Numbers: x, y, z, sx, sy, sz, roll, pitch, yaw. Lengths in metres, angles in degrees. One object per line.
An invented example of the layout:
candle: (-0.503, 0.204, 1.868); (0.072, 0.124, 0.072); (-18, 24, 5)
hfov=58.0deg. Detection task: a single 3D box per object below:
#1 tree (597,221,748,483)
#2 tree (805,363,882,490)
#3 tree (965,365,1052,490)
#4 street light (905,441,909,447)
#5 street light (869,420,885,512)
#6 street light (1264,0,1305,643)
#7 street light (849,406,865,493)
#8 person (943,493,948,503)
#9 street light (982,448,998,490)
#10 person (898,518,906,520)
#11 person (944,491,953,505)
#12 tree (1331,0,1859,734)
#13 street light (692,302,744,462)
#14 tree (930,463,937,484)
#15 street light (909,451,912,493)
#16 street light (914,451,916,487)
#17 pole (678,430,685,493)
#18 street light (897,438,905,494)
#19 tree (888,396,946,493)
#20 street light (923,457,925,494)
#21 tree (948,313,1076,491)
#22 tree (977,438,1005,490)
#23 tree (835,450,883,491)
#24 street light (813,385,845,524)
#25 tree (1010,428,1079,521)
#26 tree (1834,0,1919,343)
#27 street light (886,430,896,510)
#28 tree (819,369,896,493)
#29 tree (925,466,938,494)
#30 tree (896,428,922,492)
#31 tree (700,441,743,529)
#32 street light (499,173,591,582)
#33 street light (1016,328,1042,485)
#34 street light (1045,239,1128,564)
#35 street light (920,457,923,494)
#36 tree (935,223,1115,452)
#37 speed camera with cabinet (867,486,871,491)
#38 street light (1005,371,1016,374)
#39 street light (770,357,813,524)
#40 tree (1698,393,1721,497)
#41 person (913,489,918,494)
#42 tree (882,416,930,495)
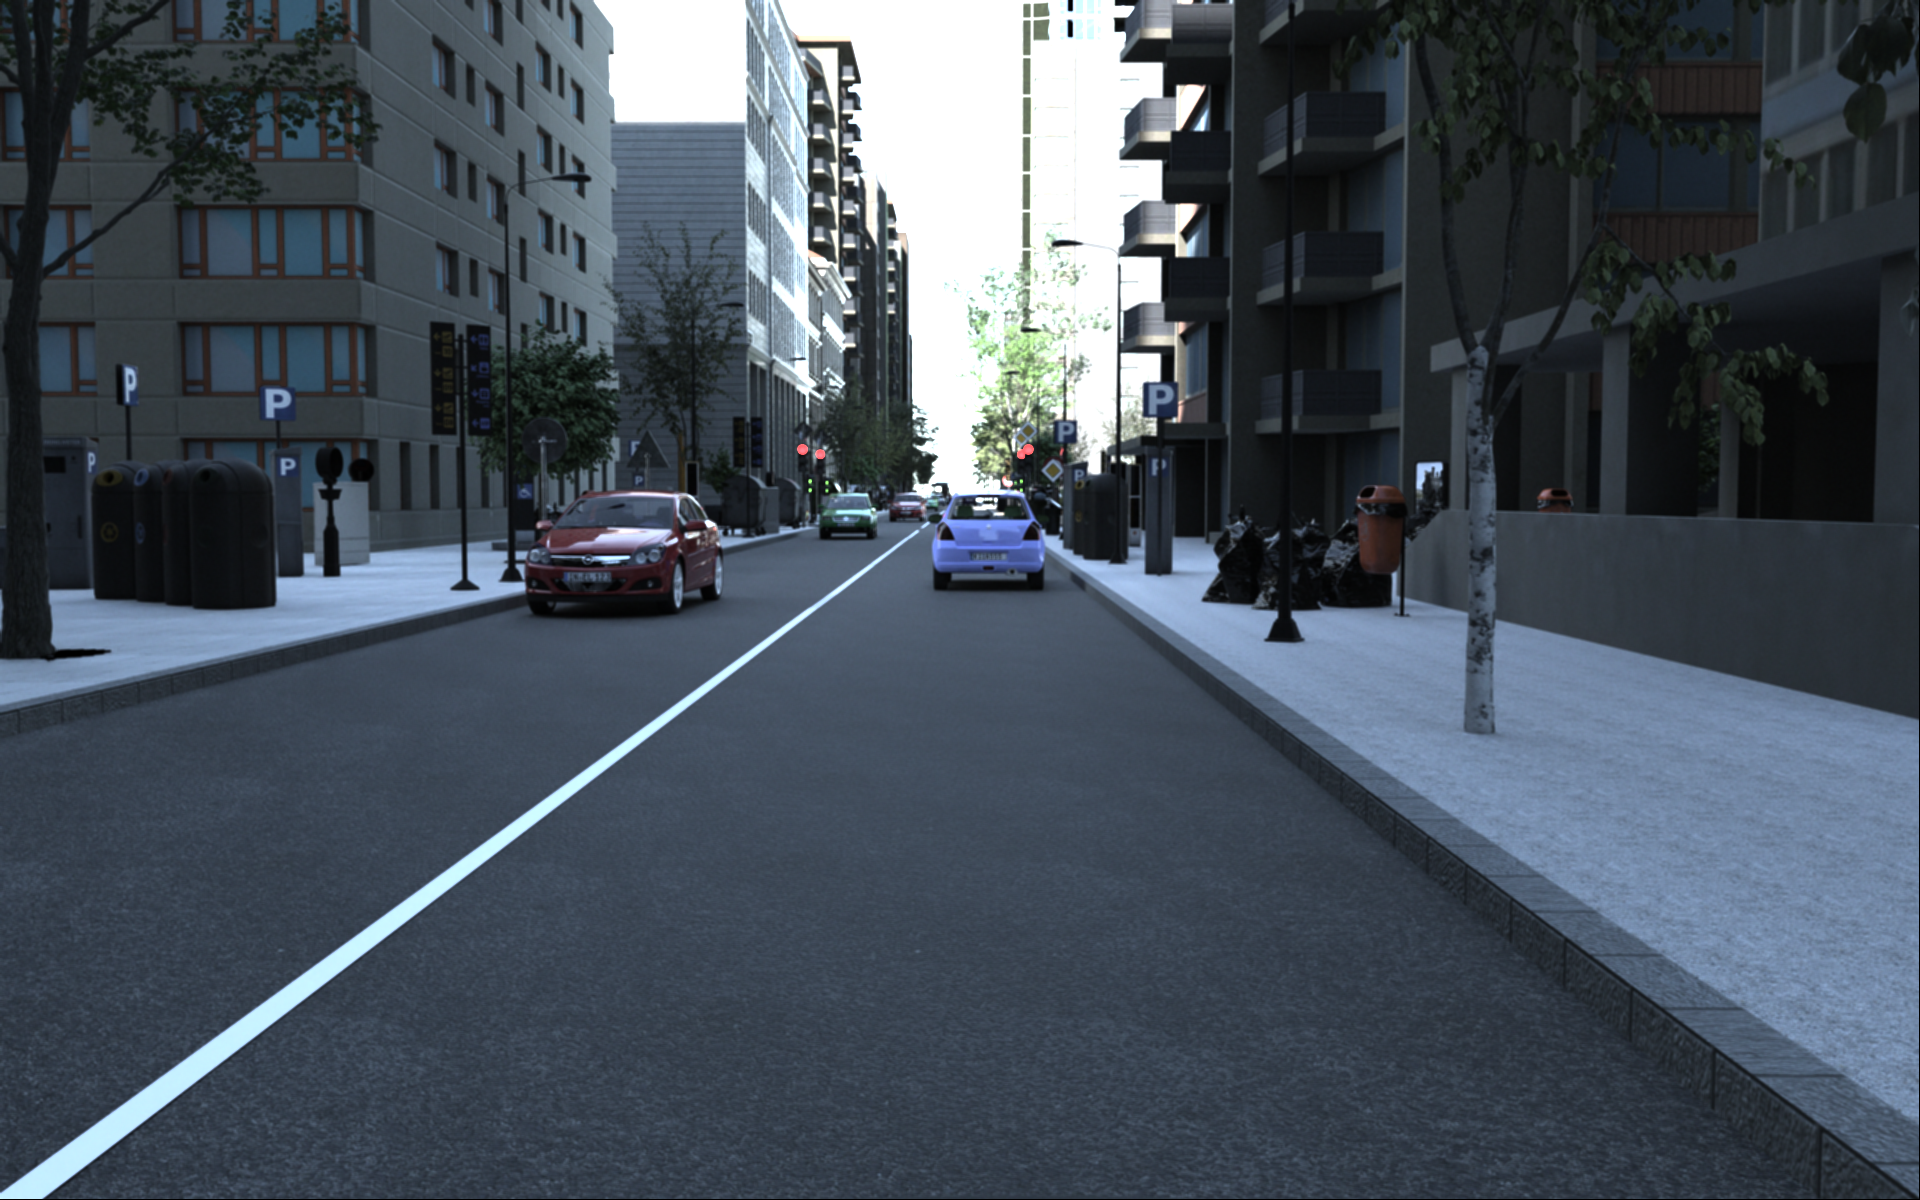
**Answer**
tree: (-7.420, -5.850, 46.006); (4.360, 8.622, 3.978); (0, 3, 0)
tree: (-6.683, -8.964, 96.918); (4.360, 8.622, 3.978); (0, 3, 0)
tree: (4.309, -14.195, 150.221); (7.486, 12.596, 7.792); (0, 3, 0)
street light: (-5.434, -10.938, 151.384); (1.470, 5.913, 1.316); (0, 4, 0)
street light: (-5.648, -8.324, 108.631); (1.470, 5.913, 1.316); (0, 4, 0)
street light: (2.294, -2.595, 14.966); (1.470, 5.913, 1.316); (0, 4, 0)
street light: (-5.767, -7.297, 91.848); (1.470, 5.913, 1.316); (0, 4, 0)
person: (-1.854, -12.970, 222.029); (0.593, 1.643, 0.415); (-3, 5, -44)
street light: (2.886, -12.337, 174.254); (1.470, 5.913, 1.316); (0, 4, 0)
person: (-3.166, -5.022, 94.884); (0.640, 1.303, 0.475); (2, 4, 35)
person: (-1.048, -9.813, 169.619); (1.217, 1.739, 0.721); (-2, 4, -33)
tree: (2.788, -3.576, 8.833); (4.737, 8.622, 4.395); (0, 3, 0)
street light: (-5.913, -4.247, 41.984); (1.470, 5.913, 1.316); (0, 4, 0)
tree: (-5.746, -14.789, 192.166); (4.360, 8.622, 3.978); (0, 3, 0)
street light: (-5.511, -11.965, 168.168); (1.470, 5.913, 1.316); (0, 4, 0)
street light: (-5.372, -12.991, 184.951); (1.470, 5.913, 1.316); (0, 4, 0)
pole: (-8.854, -3.749, 55.144); (0.158, 3.312, 0.155); (0, 3, 0)
street light: (-5.505, -10.383, 142.309); (1.470, 5.913, 1.316); (0, 4, 0)
tree: (-6.907, -19.455, 224.744); (9.857, 13.997, 8.962); (0, 3, 0)
street light: (-5.158, -16.028, 234.592); (1.470, 5.913, 1.316); (0, 4, 0)
tree: (3.154, -10.644, 99.782); (9.928, 11.665, 9.643); (0, 3, 0)
tree: (3.661, -15.250, 199.703); (4.360, 8.622, 3.978); (0, 3, 0)
tree: (-7.062, -8.401, 121.062); (4.285, 4.588, 4.351); (0, 3, 0)
street light: (-5.830, -6.216, 74.180); (1.470, 5.913, 1.316); (0, 4, 0)
tree: (4.224, -6.109, 83.603); (4.285, 4.588, 4.351); (0, 3, 0)
tree: (2.710, -3.180, 2.358); (4.360, 8.622, 3.978); (0, 3, 0)
street light: (-5.557, -9.350, 125.414); (1.470, 5.913, 1.316); (0, 4, 0)
tree: (-6.667, -9.312, 102.620); (4.737, 8.622, 4.395); (0, 3, 0)
tree: (-5.803, -21.264, 298.026); (4.737, 8.622, 4.395); (0, 3, 0)
tree: (-6.267, -11.512, 138.581); (4.737, 8.622, 4.395); (0, 3, 0)
tree: (-8.610, -4.203, 63.322); (1.663, 3.219, 1.824); (0, 3, 0)
street light: (-6.028, -3.221, 25.201); (1.470, 5.913, 1.316); (0, 4, 0)
street light: (2.396, -4.649, 48.545); (1.470, 5.913, 1.316); (0, 4, 0)
street light: (2.368, -3.621, 31.749); (1.470, 5.913, 1.316); (0, 4, 0)
street light: (-5.318, -14.018, 201.734); (1.470, 5.913, 1.316); (0, 4, 0)
tree: (4.459, -16.272, 121.934); (12.611, 20.169, 13.585); (0, 3, 0)
speed camera with cabinet: (-7.419, -9.100, 143.121); (0.660, 3.252, 2.038); (1, 4, 18)
street light: (2.418, -5.692, 65.604); (1.470, 5.913, 1.316); (0, 4, 0)
street light: (-5.888, -5.283, 58.912); (1.470, 5.913, 1.316); (0, 4, 0)
tree: (11.919, -2.067, 28.405); (1.663, 3.219, 1.824); (0, 3, 0)
person: (-3.822, -8.521, 147.794); (0.580, 1.828, 0.573); (2, 4, 28)
tree: (-5.963, -13.039, 163.554); (4.360, 8.622, 3.978); (0, 3, 0)
